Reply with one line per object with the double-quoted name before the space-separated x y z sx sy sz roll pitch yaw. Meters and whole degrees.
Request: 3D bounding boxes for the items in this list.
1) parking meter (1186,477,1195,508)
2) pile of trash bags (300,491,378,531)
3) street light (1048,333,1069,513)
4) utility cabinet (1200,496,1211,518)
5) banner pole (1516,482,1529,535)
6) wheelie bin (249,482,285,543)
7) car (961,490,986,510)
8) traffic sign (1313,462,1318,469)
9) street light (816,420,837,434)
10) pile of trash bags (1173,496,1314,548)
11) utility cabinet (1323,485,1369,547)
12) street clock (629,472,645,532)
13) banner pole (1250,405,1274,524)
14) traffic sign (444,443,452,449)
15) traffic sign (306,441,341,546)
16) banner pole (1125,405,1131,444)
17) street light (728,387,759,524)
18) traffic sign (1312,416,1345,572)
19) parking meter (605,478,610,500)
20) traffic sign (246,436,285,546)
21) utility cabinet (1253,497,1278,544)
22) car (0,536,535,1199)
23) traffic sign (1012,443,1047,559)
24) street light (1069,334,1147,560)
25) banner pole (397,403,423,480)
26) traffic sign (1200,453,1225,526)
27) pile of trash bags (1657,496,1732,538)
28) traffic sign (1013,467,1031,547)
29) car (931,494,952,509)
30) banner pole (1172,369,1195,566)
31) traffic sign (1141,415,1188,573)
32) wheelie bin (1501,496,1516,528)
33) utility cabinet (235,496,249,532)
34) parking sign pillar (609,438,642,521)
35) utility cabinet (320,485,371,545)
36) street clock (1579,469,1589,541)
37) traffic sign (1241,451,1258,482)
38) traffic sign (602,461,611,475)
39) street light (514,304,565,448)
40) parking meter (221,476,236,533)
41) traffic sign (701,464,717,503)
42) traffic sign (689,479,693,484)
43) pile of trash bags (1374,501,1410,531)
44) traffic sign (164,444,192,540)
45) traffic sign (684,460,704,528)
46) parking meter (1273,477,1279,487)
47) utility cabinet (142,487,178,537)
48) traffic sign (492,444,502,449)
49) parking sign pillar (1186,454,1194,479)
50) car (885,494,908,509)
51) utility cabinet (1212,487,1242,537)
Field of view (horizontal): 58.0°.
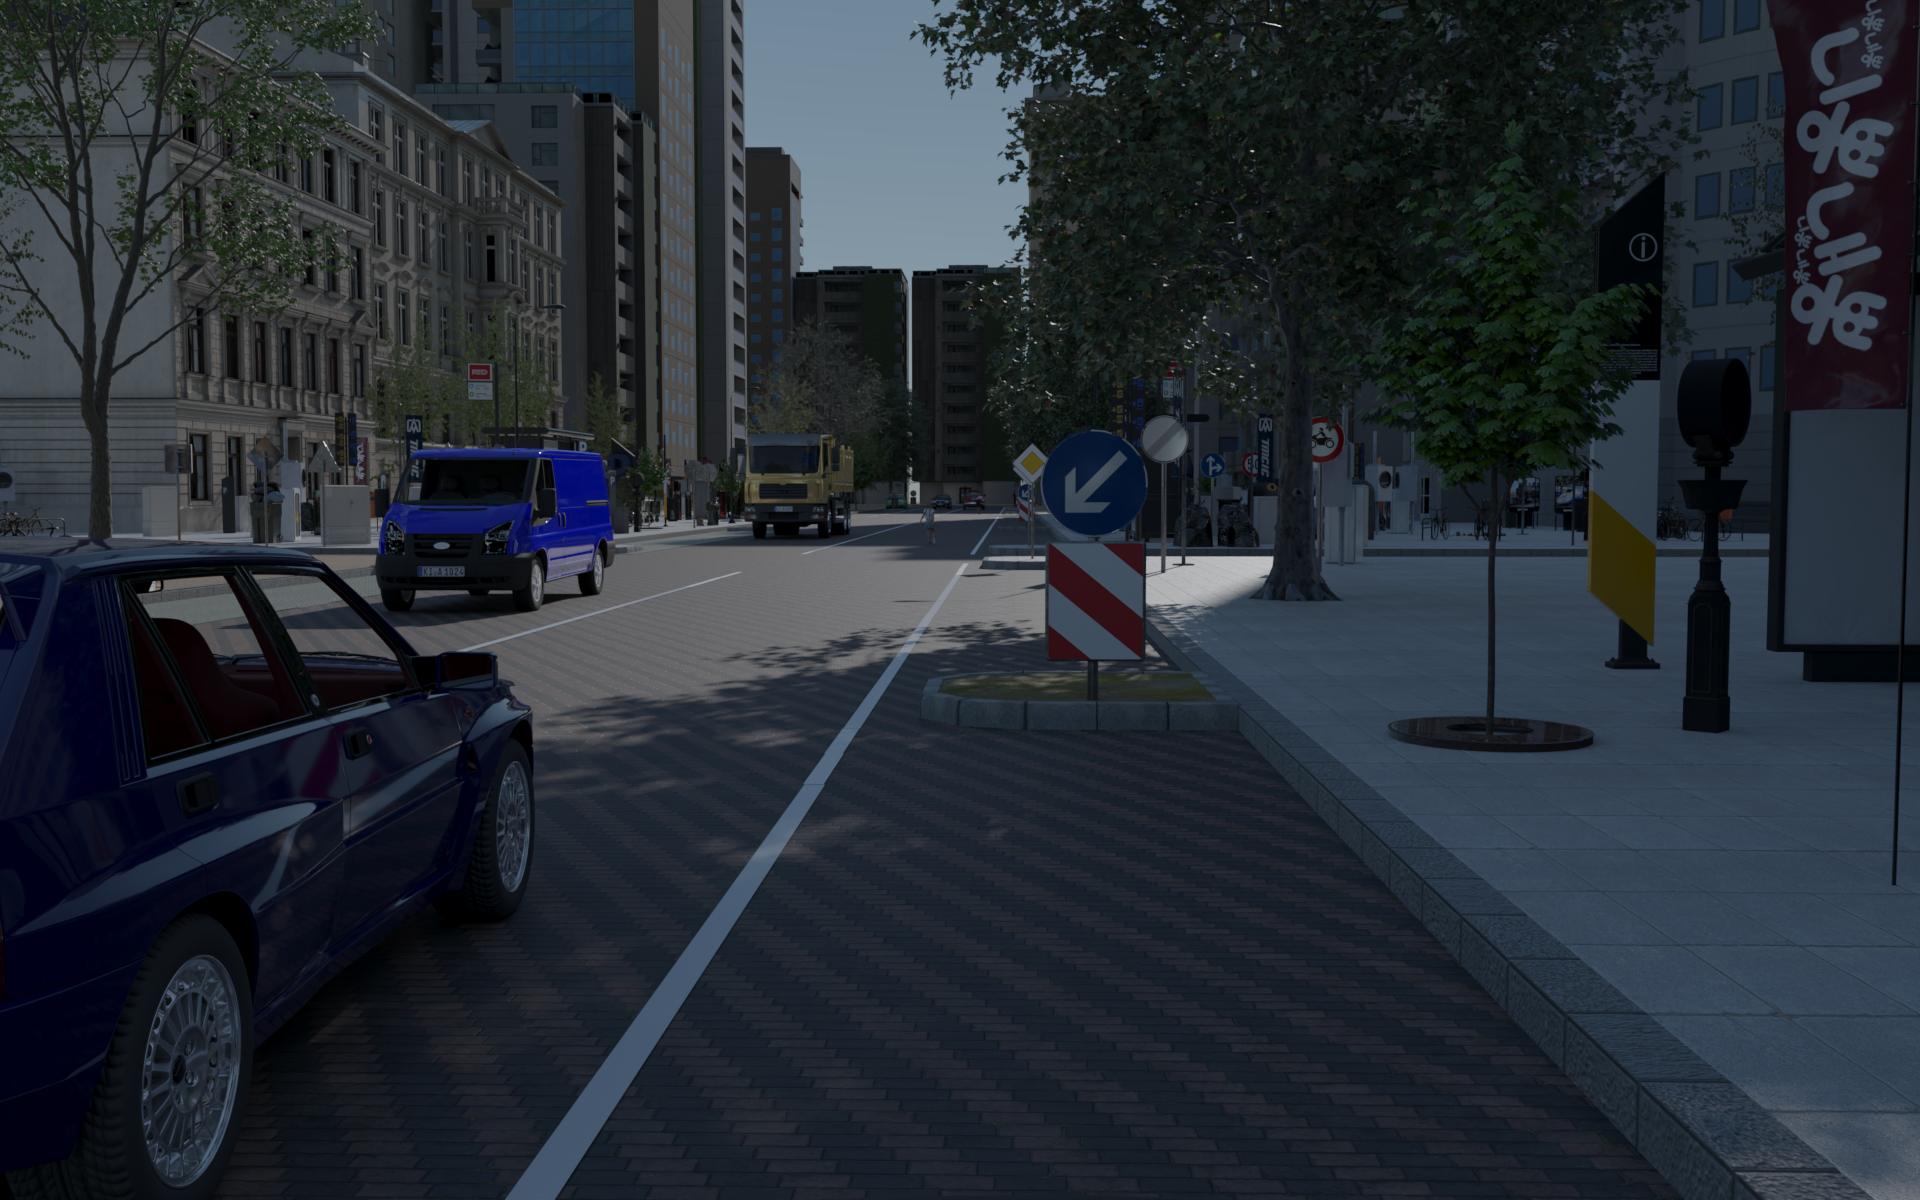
"parking meter" 7.639 -3.203 58.086 0.399 1.863 0.255 3 5 40
"pile of trash bags" -21.400 -3.068 59.910 3.447 1.369 1.912 2 4 25
"street light" 3.362 -4.736 49.978 1.470 5.913 1.316 0 4 2
"utility cabinet" 8.424 -2.878 58.210 0.306 1.237 1.020 -1 4 -16
"banner pole" 17.752 -3.943 54.478 0.401 3.779 0.863 1 4 12
"wheelie bin" -18.033 -2.272 45.063 0.980 1.594 0.693 0 4 4
"car" 1.261 -9.200 159.093 2.281 1.827 5.304 0 3 0
"traffic sign" 6.030 -1.732 30.452 0.606 2.300 0.079 1 4 10
"street light" -8.382 -8.285 108.007 1.470 5.913 1.316 0 4 2
"pile of trash bags" 6.899 -1.987 42.243 3.447 1.369 1.912 1 4 10
"utility cabinet" 9.285 -2.036 41.973 1.173 1.500 0.318 2 4 34
"street clock" -10.838 -3.275 58.110 0.471 2.002 0.358 1 4 10
"banner pole" 8.184 -3.503 47.287 0.863 3.779 0.401 -1 4 -11
"traffic sign" -12.950 -2.680 43.826 0.884 2.594 0.081 1 4 8
"traffic sign" -15.559 -2.589 42.331 0.884 2.594 0.081 0 4 7
"banner pole" 4.167 -3.223 42.709 0.863 3.779 0.401 -1 4 -9
"street light" -9.394 -6.283 75.263 1.470 5.913 1.316 0 4 2
"traffic sign" 5.907 -1.730 28.397 0.768 2.556 0.104 1 4 9
"parking meter" -11.350 -3.015 55.010 0.255 1.863 0.399 3 5 44
"traffic sign" -13.778 -2.030 34.373 0.795 2.450 0.064 0 4 6
"utility cabinet" 8.027 -2.028 44.319 1.020 1.237 0.306 -1 4 -20
"car" -2.355 0.483 4.690 1.945 1.354 3.894 0 4 0
"traffic sign" 1.427 -1.867 34.169 0.795 2.450 0.064 0 4 2
"street light" 2.942 -3.744 33.752 1.470 5.913 1.316 0 4 2
"banner pole" -15.277 -3.547 48.013 0.863 3.779 0.401 -2 4 -31
"traffic sign" 7.882 -3.302 54.101 0.768 2.556 0.104 0 4 6
"pile of trash bags" 21.097 -2.543 51.330 3.447 1.369 1.912 2 4 31
"traffic sign" 1.676 -2.355 42.150 0.795 2.450 0.064 0 4 2
"car" -1.714 -9.412 163.672 2.009 1.686 4.222 0 4 3
"banner pole" 3.920 -2.498 30.854 0.401 3.779 0.863 2 4 27
"traffic sign" 3.318 -1.717 28.180 0.768 2.556 0.104 0 4 3
"wheelie bin" 21.034 -3.557 66.058 0.693 1.594 0.980 0 4 3
"utility cabinet" -24.698 -2.948 59.355 0.306 1.237 1.020 0 4 -6
"parking sign pillar" -16.231 -5.791 83.158 1.447 3.967 1.447 2 4 24
"utility cabinet" -15.361 -2.119 43.318 0.318 1.500 1.173 3 5 44
"street clock" 17.228 -2.626 47.502 0.471 2.002 0.358 2 4 25
"traffic sign" 8.781 -3.158 51.736 0.768 2.556 0.104 0 4 7
"traffic sign" -8.963 -2.377 42.501 0.795 2.450 0.064 0 4 2
"street light" -10.348 -4.280 42.517 1.470 5.913 1.316 0 4 2
"parking meter" -23.876 -3.108 56.529 0.399 1.863 0.255 2 4 32
"traffic sign" -10.496 -4.412 72.245 0.768 2.556 0.104 0 4 5
"traffic sign" -14.230 -5.683 93.029 0.768 2.556 0.104 0 4 8
"pile of trash bags" 14.930 -3.161 61.438 1.912 1.369 3.447 0 4 6
"traffic sign" -16.069 -2.048 35.614 0.606 2.300 0.079 1 4 9
"traffic sign" -9.959 -3.961 64.873 0.768 2.556 0.104 0 4 4
"parking meter" 10.029 -3.051 55.603 0.255 1.863 0.399 -3 4 -36
"utility cabinet" -23.996 -2.645 51.925 0.318 1.500 1.173 1 4 13
"traffic sign" -9.212 -1.889 34.520 0.795 2.450 0.064 0 4 2
"parking sign pillar" 15.395 -7.843 116.708 1.447 3.967 1.447 0 4 -6
"car" -5.482 -8.663 150.442 1.959 1.807 4.718 0 4 1
"utility cabinet" 7.886 -2.596 51.130 0.318 1.500 1.173 -1 4 -21
